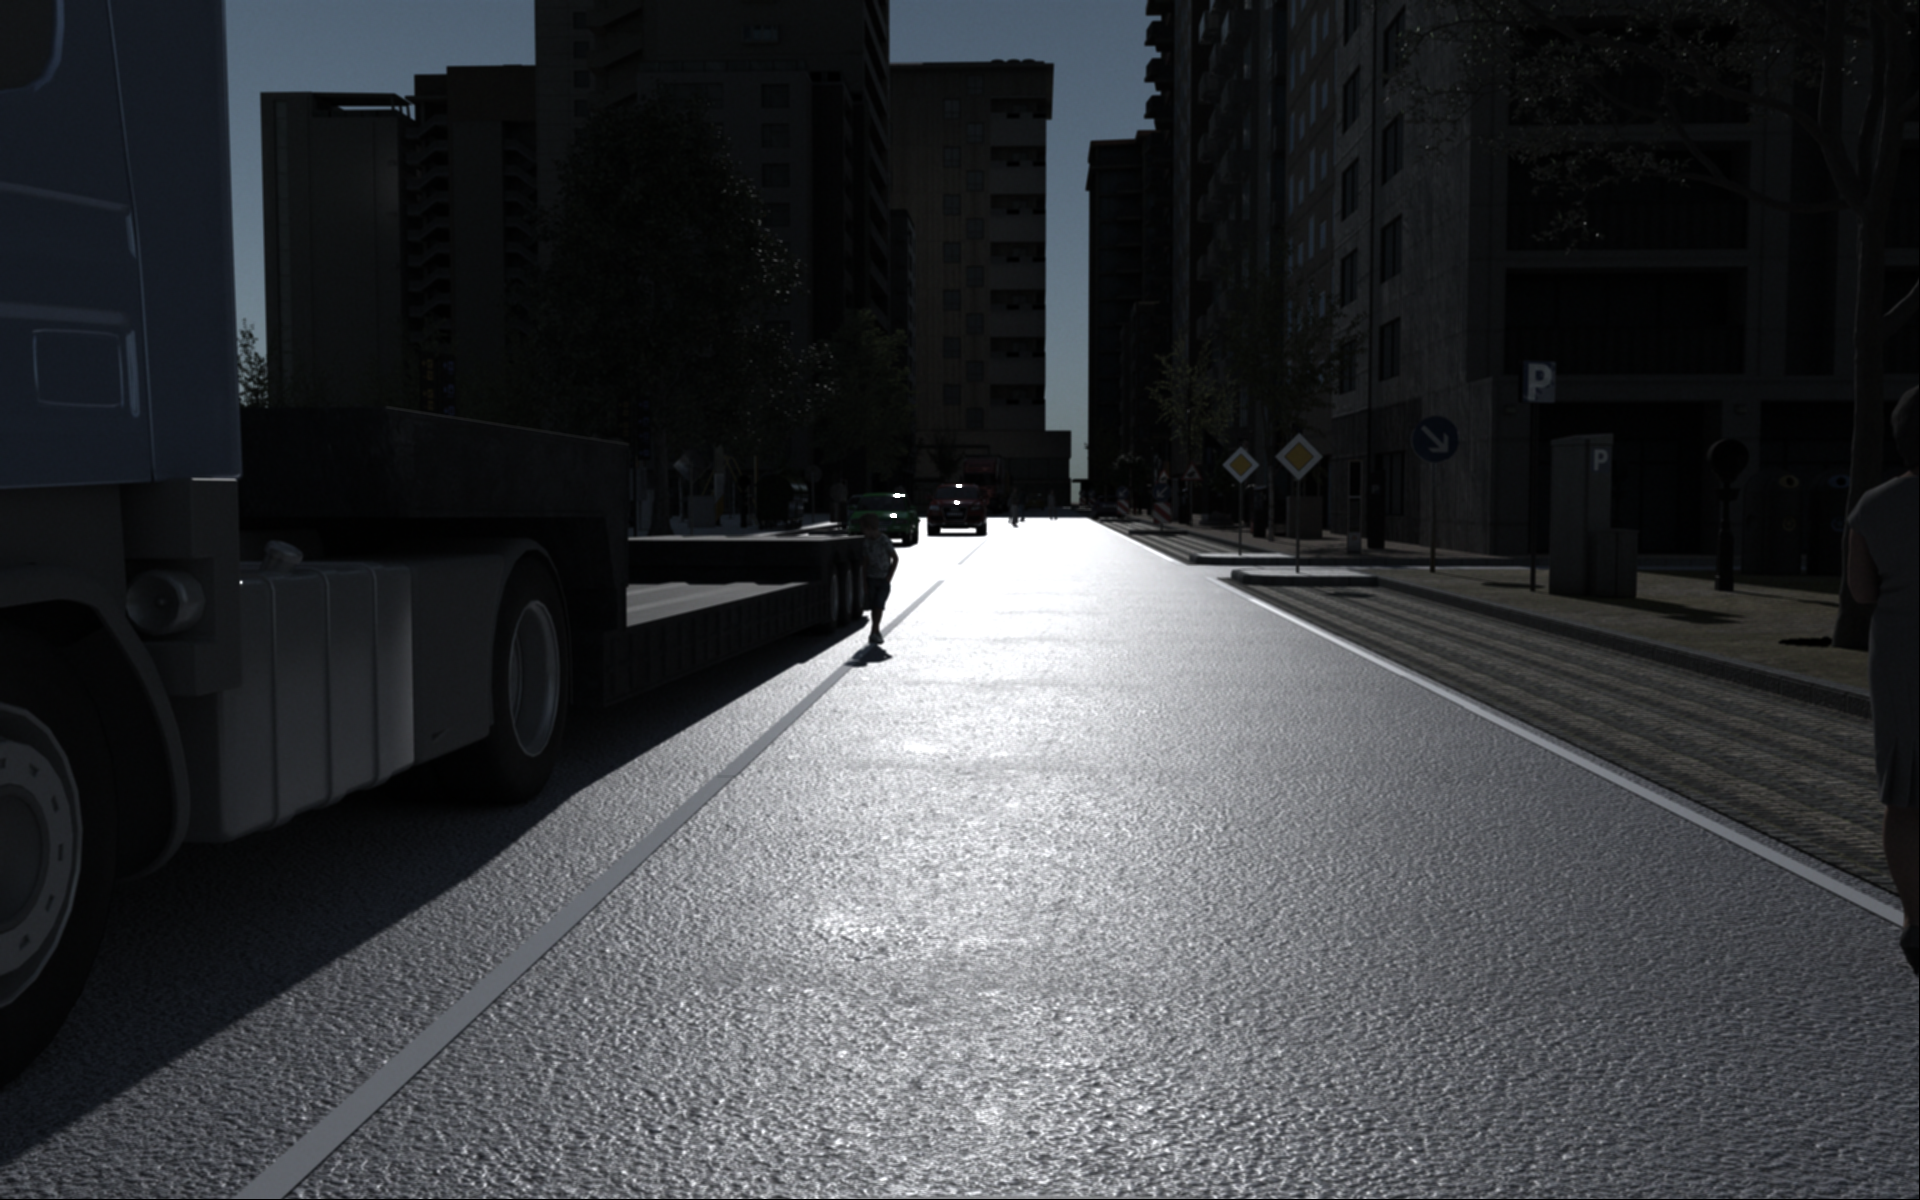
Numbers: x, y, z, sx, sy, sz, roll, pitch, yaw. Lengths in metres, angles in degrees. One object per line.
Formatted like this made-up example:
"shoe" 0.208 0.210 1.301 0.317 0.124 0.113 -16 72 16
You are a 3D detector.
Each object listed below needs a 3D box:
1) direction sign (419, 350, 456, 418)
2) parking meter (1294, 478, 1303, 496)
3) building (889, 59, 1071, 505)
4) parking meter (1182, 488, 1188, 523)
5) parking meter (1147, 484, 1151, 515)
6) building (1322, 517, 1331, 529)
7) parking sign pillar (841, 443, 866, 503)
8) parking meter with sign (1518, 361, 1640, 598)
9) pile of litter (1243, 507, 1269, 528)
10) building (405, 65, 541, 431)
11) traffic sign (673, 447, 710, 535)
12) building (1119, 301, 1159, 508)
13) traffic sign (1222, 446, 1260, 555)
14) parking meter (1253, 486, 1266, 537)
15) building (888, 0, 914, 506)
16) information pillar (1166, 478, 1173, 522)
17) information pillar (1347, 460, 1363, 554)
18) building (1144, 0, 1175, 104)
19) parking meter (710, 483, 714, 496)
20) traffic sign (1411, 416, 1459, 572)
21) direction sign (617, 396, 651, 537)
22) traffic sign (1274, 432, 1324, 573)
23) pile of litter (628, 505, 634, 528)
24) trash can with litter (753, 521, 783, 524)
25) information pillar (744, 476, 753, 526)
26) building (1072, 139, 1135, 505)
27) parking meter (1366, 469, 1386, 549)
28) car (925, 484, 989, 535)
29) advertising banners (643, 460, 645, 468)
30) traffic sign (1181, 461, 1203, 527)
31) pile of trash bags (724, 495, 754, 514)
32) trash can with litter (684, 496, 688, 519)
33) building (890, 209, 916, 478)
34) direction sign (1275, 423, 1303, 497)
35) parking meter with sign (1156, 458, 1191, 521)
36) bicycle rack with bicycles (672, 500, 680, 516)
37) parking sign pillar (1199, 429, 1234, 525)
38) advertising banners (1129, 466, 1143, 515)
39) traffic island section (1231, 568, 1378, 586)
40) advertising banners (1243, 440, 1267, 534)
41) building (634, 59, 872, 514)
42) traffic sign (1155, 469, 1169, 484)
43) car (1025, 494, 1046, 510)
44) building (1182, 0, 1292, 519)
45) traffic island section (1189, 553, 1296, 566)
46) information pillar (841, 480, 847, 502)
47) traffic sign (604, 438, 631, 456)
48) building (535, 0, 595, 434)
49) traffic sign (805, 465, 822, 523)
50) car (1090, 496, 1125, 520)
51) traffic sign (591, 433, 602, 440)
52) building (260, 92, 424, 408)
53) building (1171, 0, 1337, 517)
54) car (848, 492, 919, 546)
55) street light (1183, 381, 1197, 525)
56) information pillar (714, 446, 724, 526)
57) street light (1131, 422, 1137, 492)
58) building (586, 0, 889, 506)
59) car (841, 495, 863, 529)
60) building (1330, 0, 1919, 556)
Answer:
"direction sign" -8.358 -2.189 27.791 0.379 3.537 0.876 1 4 20
"parking meter" 12.049 -3.424 61.687 0.255 1.863 0.399 2 4 29
"building" -0.330 -38.081 211.866 27.495 52.752 28.713 0 4 3
"parking meter" 9.823 -4.113 75.658 0.372 1.533 0.369 0 3 0
"parking meter" 11.506 -6.093 105.339 0.255 1.863 0.399 0 4 6
"building" 20.202 -25.352 64.622 14.600 45.320 14.200 0 4 3
"parking sign pillar" -5.632 -6.299 91.456 1.447 3.967 1.447 -1 4 -14
"parking meter with sign" 7.889 -1.576 22.028 0.543 3.016 1.738 -1 4 -23
"pile of litter" 11.441 -3.222 66.646 1.176 0.858 1.719 2 4 32
"building" -47.492 -32.337 178.823 14.200 45.320 14.600 0 4 3
"traffic sign" -5.681 -2.020 36.671 0.795 2.450 0.064 0 4 3
"building" 30.155 -19.827 169.209 27.650 21.520 28.899 0 4 3
"traffic sign" 5.851 -1.988 36.144 0.795 2.450 0.064 0 4 3
"parking meter" 8.909 -2.635 51.497 0.372 1.533 0.369 0 3 0
"building" -14.754 -43.981 157.348 20.563 71.187 20.611 0 4 3
"information pillar" 9.747 -4.659 80.672 0.304 2.012 0.304 0 4 0
"information pillar" 8.530 -2.015 37.436 0.304 2.012 0.304 1 4 11
"building" 26.257 -29.675 139.813 22.147 44.769 28.867 0 4 3
"parking meter" -12.646 -5.083 88.811 0.255 1.863 0.399 1 4 18
"traffic sign" 7.754 -1.727 28.341 0.768 2.556 0.104 0 4 5
"direction sign" -7.553 -2.948 40.196 0.876 3.537 0.379 1 4 22
"traffic sign" 5.499 -1.500 28.166 0.795 2.450 0.064 0 4 3
"pile of litter" -12.885 -3.211 66.469 1.176 0.858 1.719 2 4 32
"trash can with litter" -8.527 -3.961 75.822 1.678 1.210 2.233 1 4 21
"information pillar" -8.555 -3.991 69.743 0.304 2.012 0.304 1 4 22
"building" 28.005 -33.807 207.363 28.867 44.769 22.147 0 4 3
"parking meter" 9.788 -2.144 40.769 0.399 1.863 0.255 2 4 28
"car" -0.075 -3.286 62.401 2.281 1.827 5.304 0 4 2
"advertising banners" -14.334 -5.142 80.262 0.090 3.025 2.074 1 4 19
"traffic sign" 9.019 -4.123 67.411 0.884 2.594 0.081 0 4 8
"pile of trash bags" -14.720 -6.178 110.769 3.447 1.369 1.912 2 4 25
"trash can with litter" -14.084 -4.774 89.440 0.624 1.170 1.055 0 4 -1
"building" -11.682 -24.835 177.748 14.107 30.474 14.160 0 4 3
"direction sign" 10.430 -3.852 54.972 0.876 3.537 0.379 0 4 -7
"parking meter with sign" 10.382 -5.361 83.912 1.738 3.016 0.543 2 4 30
"bicycle rack with bicycles" -15.894 -5.377 101.292 2.925 0.926 2.852 -2 4 -34
"parking sign pillar" 10.684 -5.113 72.067 1.447 3.967 1.447 -2 4 -35
"advertising banners" 10.871 -6.802 107.405 0.090 3.025 2.074 2 4 30
"traffic island section" 5.523 -0.365 28.243 2.009 0.180 2.903 0 4 3
"advertising banners" 9.485 -3.650 55.870 0.090 3.025 2.074 -1 4 -11
"building" -13.754 -21.250 119.131 14.160 30.474 14.107 0 4 3
"traffic sign" 10.380 -5.398 88.257 0.884 2.594 0.081 0 4 6
"car" 6.613 -8.783 153.820 2.015 1.641 3.980 0 4 2
"building" 24.923 -29.052 94.601 23.786 49.044 30.456 0 4 3
"traffic island section" 5.875 -0.853 36.220 2.009 0.180 2.903 0 4 3
"information pillar" -5.945 -5.150 88.702 0.304 2.012 0.304 0 4 -4
"traffic sign" -7.818 -2.385 39.109 0.768 2.556 0.104 0 4 3
"building" -29.418 -44.979 173.652 20.611 71.187 20.563 0 4 3
"traffic sign" -6.452 -4.645 76.055 0.768 2.556 0.104 0 4 7
"car" 8.385 -5.236 98.194 1.945 1.354 3.894 0 4 2
"traffic sign" -6.033 -1.532 28.694 0.795 2.450 0.064 0 4 3
"building" -62.224 -30.327 179.438 14.086 41.232 14.154 0 4 3
"building" 22.062 -28.641 118.390 14.600 45.320 14.200 0 4 3
"car" -2.169 -2.494 49.575 1.959 1.807 4.718 0 4 2
"street light" 9.353 -5.988 70.685 0.468 5.910 1.993 0 4 3
"information pillar" -9.664 -4.773 69.386 0.183 3.616 0.504 2 4 35
"street light" 11.138 -8.430 110.615 0.468 5.910 1.993 0 4 3
"building" -17.158 -31.368 136.567 21.300 48.544 21.600 0 4 3
"car" -3.985 -3.756 73.410 2.014 1.417 4.499 0 4 3
"building" 21.803 -37.034 43.758 20.611 71.187 20.563 0 4 3
